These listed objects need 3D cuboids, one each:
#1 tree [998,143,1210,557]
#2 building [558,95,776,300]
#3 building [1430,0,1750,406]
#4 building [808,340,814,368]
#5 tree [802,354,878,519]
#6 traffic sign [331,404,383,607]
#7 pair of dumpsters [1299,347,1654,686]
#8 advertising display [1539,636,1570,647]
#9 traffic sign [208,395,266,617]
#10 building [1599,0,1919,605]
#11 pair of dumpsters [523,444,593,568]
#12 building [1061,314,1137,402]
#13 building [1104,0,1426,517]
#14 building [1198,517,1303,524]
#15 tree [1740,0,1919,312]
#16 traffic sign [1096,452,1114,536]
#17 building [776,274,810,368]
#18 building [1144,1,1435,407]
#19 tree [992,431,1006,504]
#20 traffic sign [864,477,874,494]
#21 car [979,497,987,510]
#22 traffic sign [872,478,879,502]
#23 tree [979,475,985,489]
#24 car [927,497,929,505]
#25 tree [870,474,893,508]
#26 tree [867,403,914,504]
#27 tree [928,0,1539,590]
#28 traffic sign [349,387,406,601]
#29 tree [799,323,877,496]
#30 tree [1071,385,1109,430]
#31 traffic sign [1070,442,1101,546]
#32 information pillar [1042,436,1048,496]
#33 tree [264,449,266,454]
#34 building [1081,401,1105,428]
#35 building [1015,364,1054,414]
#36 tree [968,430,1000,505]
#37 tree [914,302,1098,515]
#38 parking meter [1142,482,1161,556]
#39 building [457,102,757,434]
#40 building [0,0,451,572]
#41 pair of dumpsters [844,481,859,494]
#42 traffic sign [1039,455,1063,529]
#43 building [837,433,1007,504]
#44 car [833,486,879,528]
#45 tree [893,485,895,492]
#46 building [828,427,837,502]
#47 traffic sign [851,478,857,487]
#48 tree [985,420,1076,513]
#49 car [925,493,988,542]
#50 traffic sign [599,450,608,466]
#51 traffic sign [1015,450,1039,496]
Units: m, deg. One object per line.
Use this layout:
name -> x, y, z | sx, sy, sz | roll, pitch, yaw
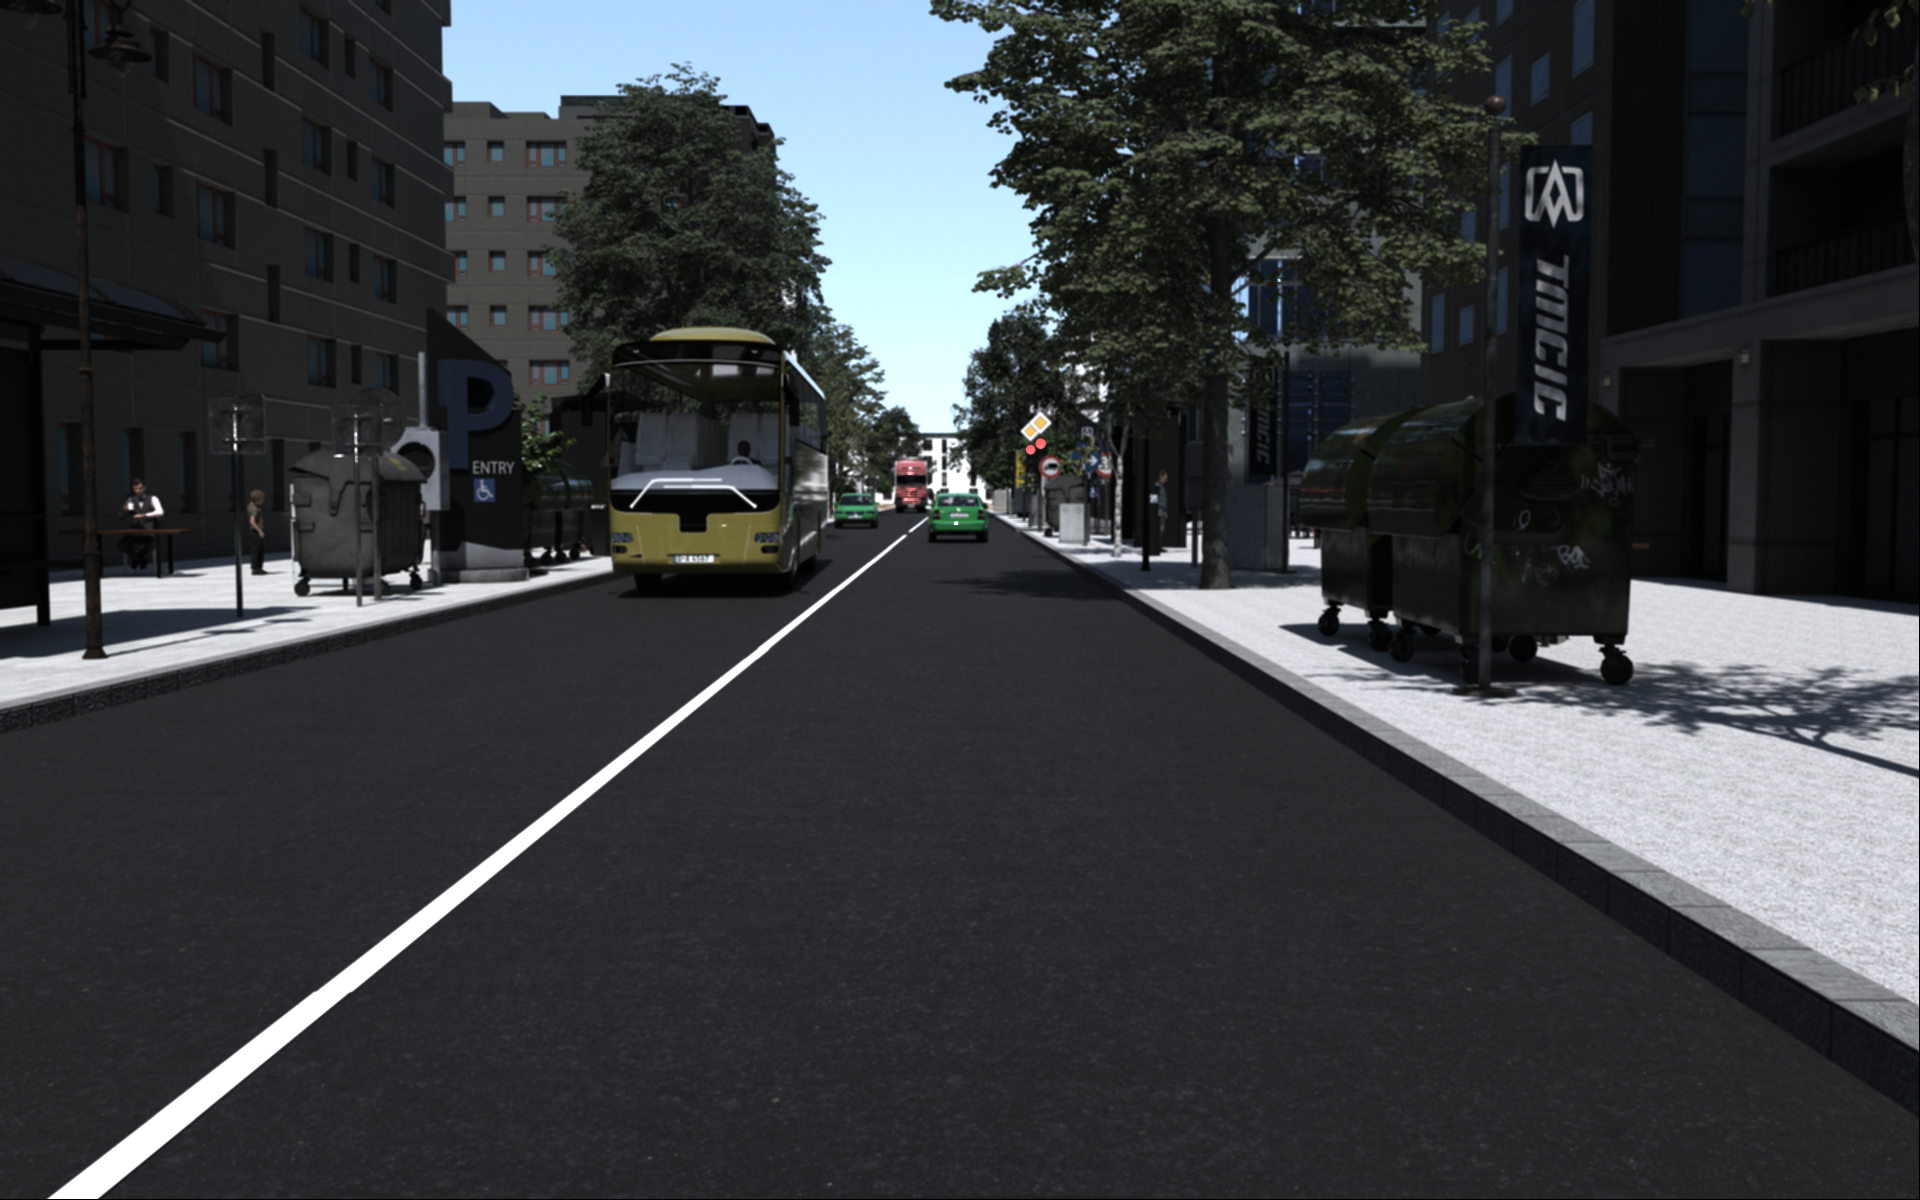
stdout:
tree -> 3.315, -5.180, 35.062 | 4.737, 8.622, 4.395 | 0, 3, 0
building -> -21.355, -21.857, 129.060 | 14.160, 30.474, 14.107 | 0, 3, 0
building -> 20.033, -23.920, 41.201 | 14.600, 45.320, 14.200 | 0, 3, 0
building -> -24.098, -20.500, 191.597 | 16.016, 20.091, 11.380 | 0, 3, 0
tree -> -6.687, -8.535, 89.915 | 4.737, 8.622, 4.395 | 0, 3, 0
traffic sign -> -6.843, -1.073, 19.675 | 0.606, 2.300, 0.079 | 0, 4, 6
pair of dumpsters -> 3.874, -0.679, 13.594 | 1.574, 2.255, 4.437 | 0, 3, 0
advertising display -> 5.132, -0.591, 14.874 | 0.123, 1.923, 0.974 | 2, 4, 30
traffic sign -> -7.513, -0.971, 18.009 | 0.606, 2.300, 0.079 | 0, 4, 6
building -> 20.299, -35.278, 15.054 | 20.563, 71.187, 20.611 | 0, 3, 0
pair of dumpsters -> -7.954, -1.793, 31.814 | 1.574, 2.255, 4.437 | 0, 3, 0
building -> 18.752, -19.578, 176.518 | 16.016, 20.091, 11.380 | 0, 3, 0
building -> 22.948, -49.623, 124.011 | 22.319, 86.520, 31.000 | 0, 3, 0
building -> 26.894, -47.135, 83.333 | 31.000, 86.520, 22.319 | 0, 3, 0
tree -> 4.635, -3.490, 7.422 | 4.737, 8.622, 4.395 | 0, 3, 0
traffic sign -> 4.478, -3.229, 52.901 | 0.768, 2.556, 0.104 | 0, 4, 0
building -> -29.029, -19.219, 158.212 | 27.936, 21.610, 32.646 | 0, 3, 0
building -> 18.621, -27.669, 102.506 | 14.600, 45.320, 14.200 | 0, 3, 0
tree -> 4.077, -12.786, 159.408 | 4.360, 8.622, 3.978 | 0, 3, 0
traffic sign -> -6.803, -7.922, 129.632 | 0.768, 2.556, 0.104 | 0, 4, 6
car -> 0.504, -4.964, 93.748 | 1.945, 1.354, 3.894 | 0, 4, -1
traffic sign -> -6.732, -8.335, 136.376 | 0.768, 2.556, 0.104 | 0, 4, 6
tree -> 3.482, -8.140, 116.797 | 4.285, 4.588, 4.351 | 0, 3, 0
car -> -4.228, -10.593, 182.785 | 1.945, 1.707, 3.694 | 0, 4, 2
tree -> -8.018, -10.899, 172.795 | 1.663, 3.219, 1.824 | 0, 3, 0
tree -> -7.883, -18.355, 217.115 | 9.611, 12.733, 9.660 | 0, 3, 0
tree -> 3.495, -6.391, 22.628 | 7.486, 12.596, 7.792 | 0, 3, 0
traffic sign -> -6.977, -1.258, 20.679 | 0.768, 2.556, 0.104 | 1, 4, 8
tree -> -8.346, -12.068, 115.443 | 7.486, 12.596, 7.792 | 0, 3, 0
tree -> 7.850, -9.976, 113.464 | 4.360, 8.622, 3.978 | 0, 3, 0
traffic sign -> 3.101, -2.604, 42.677 | 0.768, 2.556, 0.104 | 1, 4, 9
information pillar -> 3.454, -4.852, 70.684 | 0.183, 3.616, 0.504 | 2, 4, 24
tree -> -23.317, -3.775, 56.324 | 1.663, 3.219, 1.824 | 0, 3, 0
building -> 15.530, -13.143, 157.037 | 9.099, 9.664, 28.070 | 0, 3, 0
building -> 12.757, -23.581, 241.969 | 11.380, 20.091, 16.016 | 0, 3, 0
tree -> 4.176, -16.248, 200.063 | 7.601, 10.594, 8.767 | 3, 5, 41
tree -> 3.649, -11.429, 103.878 | 9.611, 12.733, 9.660 | 0, 3, 0
parking meter -> 3.984, -1.689, 36.024 | 0.372, 1.533, 0.369 | 0, 3, 0
building -> -26.537, -15.255, 94.460 | 27.650, 21.520, 28.899 | 0, 3, 0
building -> -29.399, -11.765, 37.396 | 28.899, 21.520, 27.650 | 0, 3, 0
pair of dumpsters -> -8.360, -7.734, 128.946 | 1.574, 2.255, 4.437 | 0, 4, 0
traffic sign -> 2.952, -3.444, 56.410 | 0.768, 2.556, 0.104 | 0, 4, 1
building -> -7.106, -18.084, 237.814 | 28.070, 9.664, 9.099 | 0, 3, 0
car -> -4.399, -3.965, 73.621 | 1.959, 1.807, 4.718 | 0, 4, -1
tree -> -8.010, -11.954, 190.041 | 1.663, 3.219, 1.824 | 0, 3, 0
building -> -29.251, -16.123, 205.758 | 28.070, 9.664, 9.099 | 0, 3, 0
traffic sign -> -8.391, -8.222, 134.440 | 0.884, 2.594, 0.081 | 0, 4, 8
tree -> 4.119, -5.716, 77.171 | 4.285, 4.588, 4.351 | 0, 3, 0
car -> -0.089, -2.683, 52.662 | 1.959, 1.807, 4.718 | 0, 4, -1
traffic sign -> -6.545, -2.046, 33.450 | 0.884, 2.594, 0.081 | 0, 4, 7
traffic sign -> 3.655, -5.229, 79.373 | 2.265, 3.308, 0.079 | 0, 4, 7
